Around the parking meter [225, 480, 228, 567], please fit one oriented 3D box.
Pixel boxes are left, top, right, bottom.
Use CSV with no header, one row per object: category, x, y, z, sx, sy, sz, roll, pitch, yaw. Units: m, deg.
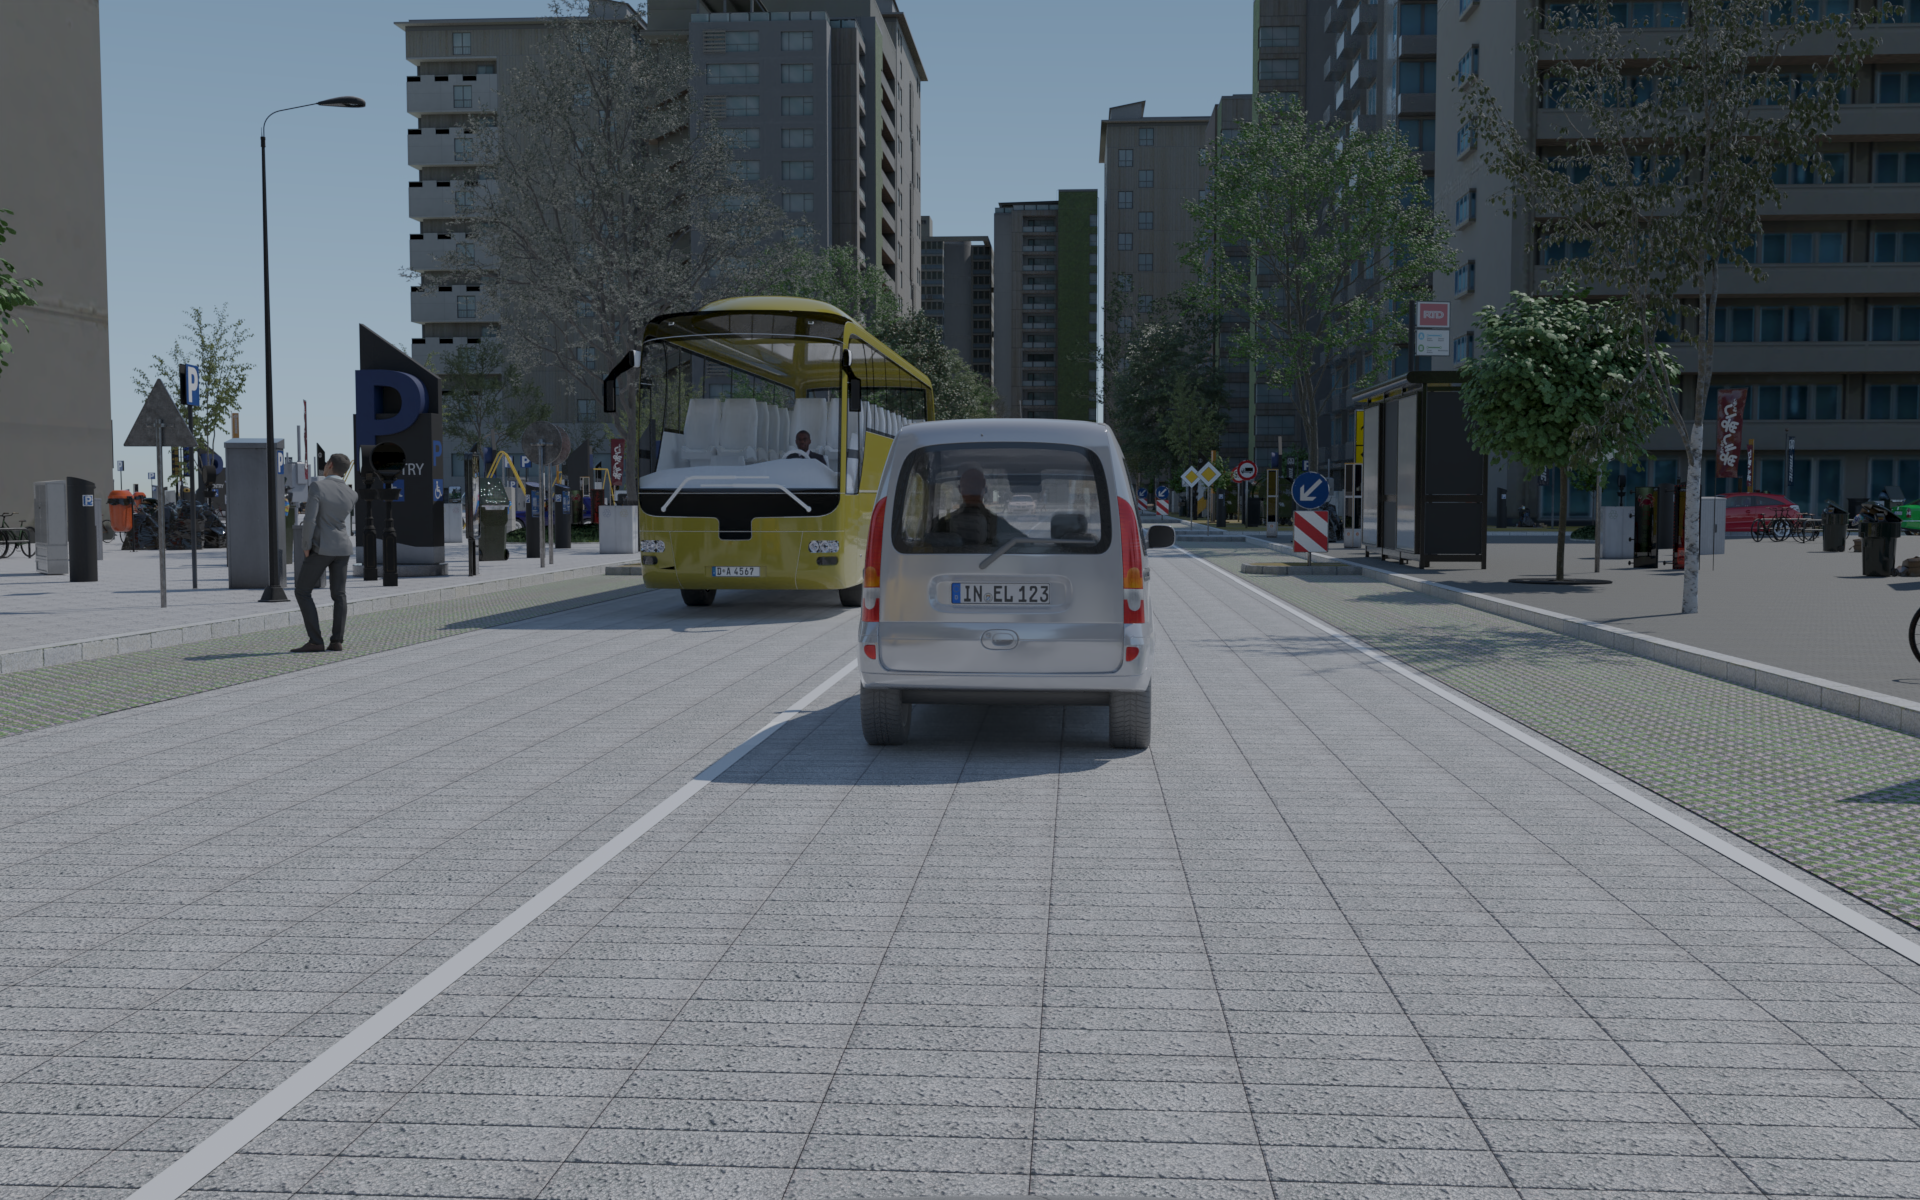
parking meter,-12.764,-1.356,30.579,0.372,1.533,0.369,0,3,0

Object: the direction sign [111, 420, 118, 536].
direction sign,-26.081,-3.736,53.076,0.379,3.537,0.876,-3,5,-43

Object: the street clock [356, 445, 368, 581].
street clock,-8.738,-1.287,25.615,0.358,2.002,0.471,-2,4,-24

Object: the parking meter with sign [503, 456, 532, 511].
parking meter with sign,-20.181,-5.101,79.663,0.543,3.016,1.738,2,4,26

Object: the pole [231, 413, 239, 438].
pole,-18.203,-3.042,43.580,0.158,3.312,0.155,0,3,0

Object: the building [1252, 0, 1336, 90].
building,30.869,-28.083,142.745,14.154,41.232,14.086,0,4,4

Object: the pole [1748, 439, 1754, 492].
pole,29.335,-4.308,64.283,0.158,3.312,0.155,0,3,0

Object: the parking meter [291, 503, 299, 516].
parking meter,-39.659,-5.964,103.224,0.255,1.863,0.399,1,4,17

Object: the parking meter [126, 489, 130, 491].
parking meter,-41.173,-4.714,85.479,0.372,1.533,0.369,0,3,0

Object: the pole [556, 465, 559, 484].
pole,-26.512,-7.361,114.189,0.158,3.312,0.155,0,3,0

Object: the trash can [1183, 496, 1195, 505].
trash can,14.060,-5.776,106.084,0.748,1.137,0.748,0,3,0

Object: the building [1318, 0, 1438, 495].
building,37.134,-30.509,118.436,23.786,49.044,30.456,0,4,4

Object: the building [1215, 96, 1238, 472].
building,33.643,-30.410,180.805,14.154,41.232,14.086,0,4,4

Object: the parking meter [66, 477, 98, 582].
parking meter,-12.834,-1.035,25.326,0.372,1.533,0.369,0,3,0

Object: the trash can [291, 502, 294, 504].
trash can,-30.286,-4.064,78.106,0.748,1.137,0.748,0,3,0

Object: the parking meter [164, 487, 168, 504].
parking meter,-61.326,-7.822,133.593,0.255,1.863,0.399,2,4,26

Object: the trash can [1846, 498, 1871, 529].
trash can,30.897,-2.932,59.598,0.748,1.137,0.748,0,3,0

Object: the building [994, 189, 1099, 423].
building,11.641,-33.706,234.682,14.086,41.232,14.154,0,4,4

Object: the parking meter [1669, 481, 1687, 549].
parking meter,13.981,-1.524,33.334,0.372,1.533,0.369,0,3,0

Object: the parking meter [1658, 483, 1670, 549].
parking meter,16.532,-1.966,40.562,0.372,1.533,0.369,0,3,0

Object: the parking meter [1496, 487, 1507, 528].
parking meter,20.459,-3.486,65.401,0.372,1.533,0.369,0,3,0

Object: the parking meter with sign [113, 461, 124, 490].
parking meter with sign,-44.099,-5.697,89.400,0.543,3.016,1.738,3,4,37

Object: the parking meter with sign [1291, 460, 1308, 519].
parking meter with sign,17.627,-5.720,89.779,0.543,3.016,1.738,-1,4,-13

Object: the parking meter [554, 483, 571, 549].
parking meter,-9.361,-1.981,40.792,0.372,1.533,0.369,0,3,0

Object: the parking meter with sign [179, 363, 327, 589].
parking meter with sign,-9.555,-1.666,23.499,1.738,3.016,0.543,0,4,-7

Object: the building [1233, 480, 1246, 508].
building,42.168,-28.705,161.204,32.217,40.220,23.993,0,4,4

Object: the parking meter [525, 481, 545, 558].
parking meter,-8.531,-1.614,34.796,0.372,1.533,0.369,0,3,0

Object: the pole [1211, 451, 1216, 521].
pole,11.881,-5.344,81.222,0.158,3.312,0.155,0,3,0

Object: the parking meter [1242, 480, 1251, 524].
parking meter,12.275,-4.186,74.152,0.399,1.863,0.255,0,4,-1

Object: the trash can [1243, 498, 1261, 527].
trash can,11.387,-3.414,67.465,0.748,1.137,0.748,0,3,0

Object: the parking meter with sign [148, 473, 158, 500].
parking meter with sign,-65.307,-8.832,140.671,0.543,3.016,1.738,0,4,-5

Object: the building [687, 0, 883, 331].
building,-14.168,-28.188,144.470,14.154,41.232,14.086,0,4,4

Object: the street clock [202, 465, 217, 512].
street clock,-18.913,-2.391,43.670,0.358,2.002,0.471,-3,4,-38

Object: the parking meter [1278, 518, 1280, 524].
parking meter,14.006,-4.248,75.169,0.399,1.863,0.255,3,5,40

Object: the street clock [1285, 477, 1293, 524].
street clock,14.101,-4.277,74.503,0.471,2.002,0.358,3,4,38

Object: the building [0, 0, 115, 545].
building,-34.994,-25.302,37.387,21.600,48.544,21.300,0,4,4

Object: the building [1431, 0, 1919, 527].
building,32.621,-27.685,76.348,21.600,48.544,21.300,0,4,4

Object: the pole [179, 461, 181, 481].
pole,-48.716,-7.002,108.319,0.158,3.312,0.155,0,3,0

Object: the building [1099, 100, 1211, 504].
building,33.048,-39.798,239.938,27.495,52.752,28.713,0,4,4

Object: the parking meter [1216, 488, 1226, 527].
parking meter,10.139,-3.595,67.197,0.372,1.533,0.369,0,3,0

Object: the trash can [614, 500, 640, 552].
trash can,-7.358,-1.652,38.661,0.748,1.137,0.748,0,3,0

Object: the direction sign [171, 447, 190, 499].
direction sign,-35.577,-5.332,79.172,0.876,3.537,0.379,0,4,-1

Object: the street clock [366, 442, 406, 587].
street clock,-7.928,-1.191,24.046,0.471,2.002,0.358,-2,4,-24

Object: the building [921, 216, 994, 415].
building,-6.935,-33.810,244.670,23.993,40.220,32.217,0,4,4

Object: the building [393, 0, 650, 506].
building,-45.850,-36.951,193.391,27.495,52.752,28.713,0,4,4

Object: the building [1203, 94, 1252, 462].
building,34.899,-33.311,194.744,14.600,45.320,14.200,0,4,4

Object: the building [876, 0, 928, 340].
building,-18.427,-36.830,191.409,27.495,52.752,28.713,0,4,4

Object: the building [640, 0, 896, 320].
building,-17.663,-32.944,162.337,21.300,48.544,21.600,0,4,4
